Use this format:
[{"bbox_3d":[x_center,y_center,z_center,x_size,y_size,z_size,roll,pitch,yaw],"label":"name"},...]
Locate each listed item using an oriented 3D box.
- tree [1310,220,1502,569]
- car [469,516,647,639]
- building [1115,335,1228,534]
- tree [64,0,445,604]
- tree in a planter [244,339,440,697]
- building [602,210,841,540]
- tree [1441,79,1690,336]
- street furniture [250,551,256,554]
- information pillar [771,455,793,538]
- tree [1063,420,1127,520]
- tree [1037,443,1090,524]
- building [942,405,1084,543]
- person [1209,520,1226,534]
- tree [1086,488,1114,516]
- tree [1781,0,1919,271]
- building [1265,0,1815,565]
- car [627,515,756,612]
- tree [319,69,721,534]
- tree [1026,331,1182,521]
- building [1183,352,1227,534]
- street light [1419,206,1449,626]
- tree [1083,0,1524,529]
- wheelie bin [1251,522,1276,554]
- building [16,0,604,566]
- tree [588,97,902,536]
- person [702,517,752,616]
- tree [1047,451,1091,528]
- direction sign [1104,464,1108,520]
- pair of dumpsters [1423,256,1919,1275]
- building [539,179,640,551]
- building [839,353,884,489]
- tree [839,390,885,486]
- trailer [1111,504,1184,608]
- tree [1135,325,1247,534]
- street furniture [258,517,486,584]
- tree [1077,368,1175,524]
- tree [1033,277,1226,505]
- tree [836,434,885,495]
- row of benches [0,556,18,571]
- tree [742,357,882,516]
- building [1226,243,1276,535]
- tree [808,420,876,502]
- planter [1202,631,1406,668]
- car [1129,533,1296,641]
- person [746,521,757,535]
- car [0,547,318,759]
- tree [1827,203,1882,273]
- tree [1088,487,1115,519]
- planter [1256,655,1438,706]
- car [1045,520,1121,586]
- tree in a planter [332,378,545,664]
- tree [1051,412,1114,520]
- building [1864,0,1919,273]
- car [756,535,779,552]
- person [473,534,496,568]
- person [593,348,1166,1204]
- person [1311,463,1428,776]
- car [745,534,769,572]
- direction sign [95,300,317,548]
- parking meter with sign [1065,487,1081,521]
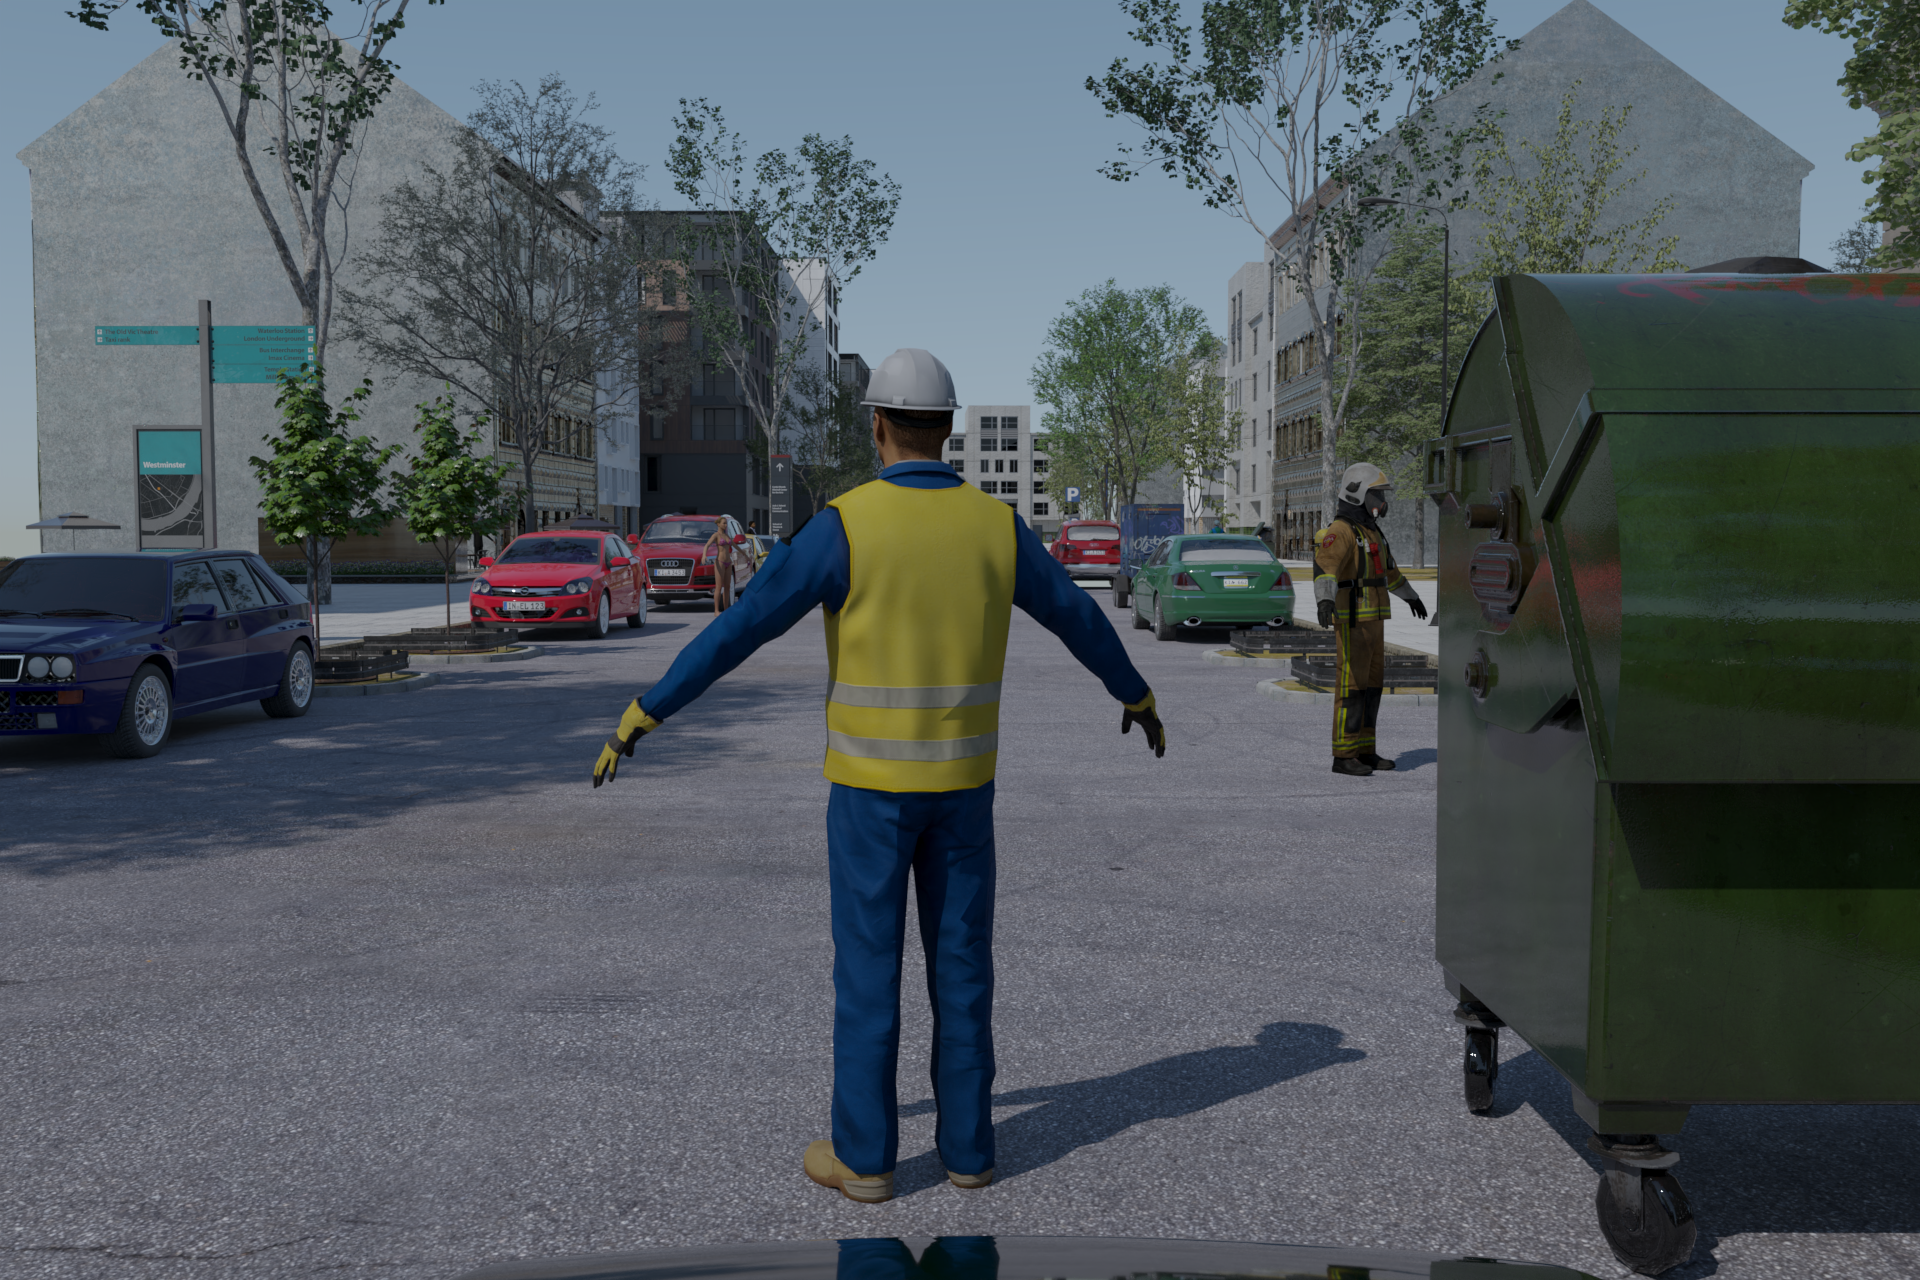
[{"bbox_3d":[16.839,-8.900,63.644,7.486,12.596,7.792,0,3,0],"label":"tree"},{"bbox_3d":[-5.739,-0.979,25.046,2.155,1.783,4.494,0,4,1],"label":"car"},{"bbox_3d":[27.970,-22.616,200.705,19.493,23.208,18.063,0,4,1],"label":"building"},{"bbox_3d":[-13.049,-10.674,30.403,12.611,20.169,13.585,0,3,0],"label":"tree"},{"bbox_3d":[-5.999,-1.154,16.084,1.991,3.239,1.994,0,4,1],"label":"tree in a planter"},{"bbox_3d":[-23.897,-17.250,126.012,27.936,21.610,32.646,0,4,1],"label":"building"},{"bbox_3d":[10.008,-4.822,29.205,4.737,8.622,4.395,0,3,0],"label":"tree"},{"bbox_3d":[-29.835,-2.777,61.035,10.072,0.657,5.734,0,4,-7],"label":"street furniture"},{"bbox_3d":[-5.846,-4.126,56.842,0.750,3.857,0.750,0,4,2],"label":"information pillar"},{"bbox_3d":[8.122,-9.654,108.199,4.737,8.622,4.395,0,3,0],"label":"tree"},{"bbox_3d":[7.402,-10.662,124.693,4.737,8.622,4.395,0,3,0],"label":"tree"},{"bbox_3d":[0.921,-22.957,244.261,31.486,18.905,16.747,0,4,-1],"label":"building"},{"bbox_3d":[9.863,-3.702,66.656,1.347,1.817,0.704,-1,4,-18],"label":"person"},{"bbox_3d":[20.128,-17.920,243.352,4.360,8.622,3.978,0,3,0],"label":"tree"},{"bbox_3d":[9.533,-5.746,12.068,7.486,12.596,7.792,0,3,0],"label":"tree"},{"bbox_3d":[25.381,-15.257,80.376,19.493,23.208,18.063,0,4,0],"label":"building"},{"bbox_3d":[-5.210,-1.533,33.733,2.281,1.827,5.304,0,4,0],"label":"car"},{"bbox_3d":[-11.546,-8.310,46.245,12.009,13.543,11.850,0,3,0],"label":"tree"},{"bbox_3d":[7.394,-9.883,87.341,9.928,11.665,9.643,0,3,0],"label":"tree"},{"bbox_3d":[28.249,-19.664,177.919,16.016,20.090,11.380,0,4,1],"label":"building"},{"bbox_3d":[7.245,-3.146,23.979,1.470,5.913,1.316,0,4,1],"label":"street light"},{"bbox_3d":[8.414,-11.568,45.024,12.611,20.169,13.585,0,3,0],"label":"tree"},{"bbox_3d":[7.668,-2.209,44.026,0.693,1.594,0.980,0,4,0],"label":"wheelie bin"},{"bbox_3d":[-27.675,-15.115,78.056,19.493,23.208,18.063,0,4,1],"label":"building"},{"bbox_3d":[-9.594,-13.512,76.811,12.611,20.169,13.585,0,3,0],"label":"tree"},{"bbox_3d":[-4.071,-1.276,30.123,0.721,1.733,1.217,2,4,35],"label":"person"},{"bbox_3d":[8.540,-11.314,135.341,4.737,8.622,4.395,0,3,0],"label":"tree"},{"bbox_3d":[4.733,-3.925,56.165,0.379,3.537,0.876,0,4,-1],"label":"direction sign"},{"bbox_3d":[3.331,0.068,3.833,4.436,2.255,1.574,0,4,0],"label":"pair of dumpsters"},{"bbox_3d":[-24.881,-14.516,93.759,16.016,20.090,11.380,0,4,1],"label":"building"},{"bbox_3d":[-21.694,-22.523,212.230,27.936,21.610,32.646,0,4,1],"label":"building"},{"bbox_3d":[-7.466,-14.527,147.892,12.009,13.543,11.850,0,3,0],"label":"tree"},{"bbox_3d":[3.739,-1.679,34.502,1.471,1.999,3.904,0,3,0],"label":"trailer"},{"bbox_3d":[8.202,-6.738,60.530,4.737,8.622,4.395,0,3,0],"label":"tree"},{"bbox_3d":[-17.595,-2.460,47.069,9.812,1.723,11.010,0,4,-6],"label":"street furniture"},{"bbox_3d":[7.016,-7.680,75.925,4.737,8.622,4.395,0,3,0],"label":"tree"},{"bbox_3d":[6.771,-8.769,69.123,9.928,11.665,9.643,0,3,0],"label":"tree"},{"bbox_3d":[-7.151,-10.587,123.454,4.737,8.622,4.395,0,3,0],"label":"tree"},{"bbox_3d":[-26.844,-2.003,48.219,1.422,0.672,4.104,2,4,26],"label":"row of benches"},{"bbox_3d":[-7.918,-9.643,92.078,8.767,10.594,7.601,1,4,18],"label":"tree"},{"bbox_3d":[26.809,-14.615,105.409,16.747,18.905,31.486,0,4,1],"label":"building"},{"bbox_3d":[-7.688,-9.348,103.209,4.360,8.622,3.978,0,3,0],"label":"tree"},{"bbox_3d":[3.776,0.099,19.529,1.991,0.319,1.994,0,3,0],"label":"planter"},{"bbox_3d":[3.531,-0.787,24.661,2.131,1.459,4.920,0,4,-1],"label":"car"},{"bbox_3d":[-7.105,-3.252,59.898,0.721,1.740,1.216,1,4,21],"label":"person"},{"bbox_3d":[-6.019,0.018,12.280,1.945,1.354,3.894,0,4,0],"label":"car"},{"bbox_3d":[29.073,-8.544,50.061,12.009,13.543,11.850,0,3,0],"label":"tree"},{"bbox_3d":[19.803,-17.569,237.619,4.360,8.622,3.978,0,3,0],"label":"tree"},{"bbox_3d":[3.690,0.352,15.382,1.991,0.319,1.994,0,4,0],"label":"planter"},{"bbox_3d":[3.451,-2.329,46.748,2.281,1.827,5.304,0,4,1],"label":"car"},{"bbox_3d":[-5.941,-1.394,20.018,1.991,3.239,1.994,0,4,2],"label":"tree in a planter"},{"bbox_3d":[7.752,-9.281,102.105,4.360,8.622,3.978,0,3,0],"label":"tree"},{"bbox_3d":[26.491,-14.052,27.021,12.463,27.353,25.104,0,4,0],"label":"building"},{"bbox_3d":[-5.565,-2.115,46.584,2.014,1.417,4.499,0,4,1],"label":"car"},{"bbox_3d":[-18.237,-3.635,65.651,0.704,1.802,1.346,3,5,40],"label":"person"},{"bbox_3d":[-0.115,0.282,3.817,1.349,1.833,0.705,-1,4,-21],"label":"person"},{"bbox_3d":[2.426,-0.133,10.398,0.705,1.858,1.354,3,4,38],"label":"person"},{"bbox_3d":[-5.463,-1.889,41.111,2.015,1.641,3.980,0,4,1],"label":"car"},{"bbox_3d":[-8.602,-1.936,20.416,2.525,3.948,1.411,0,4,1],"label":"direction sign"},{"bbox_3d":[4.161,-4.111,63.482,0.543,3.016,1.738,0,4,1],"label":"parking meter with sign"}]
